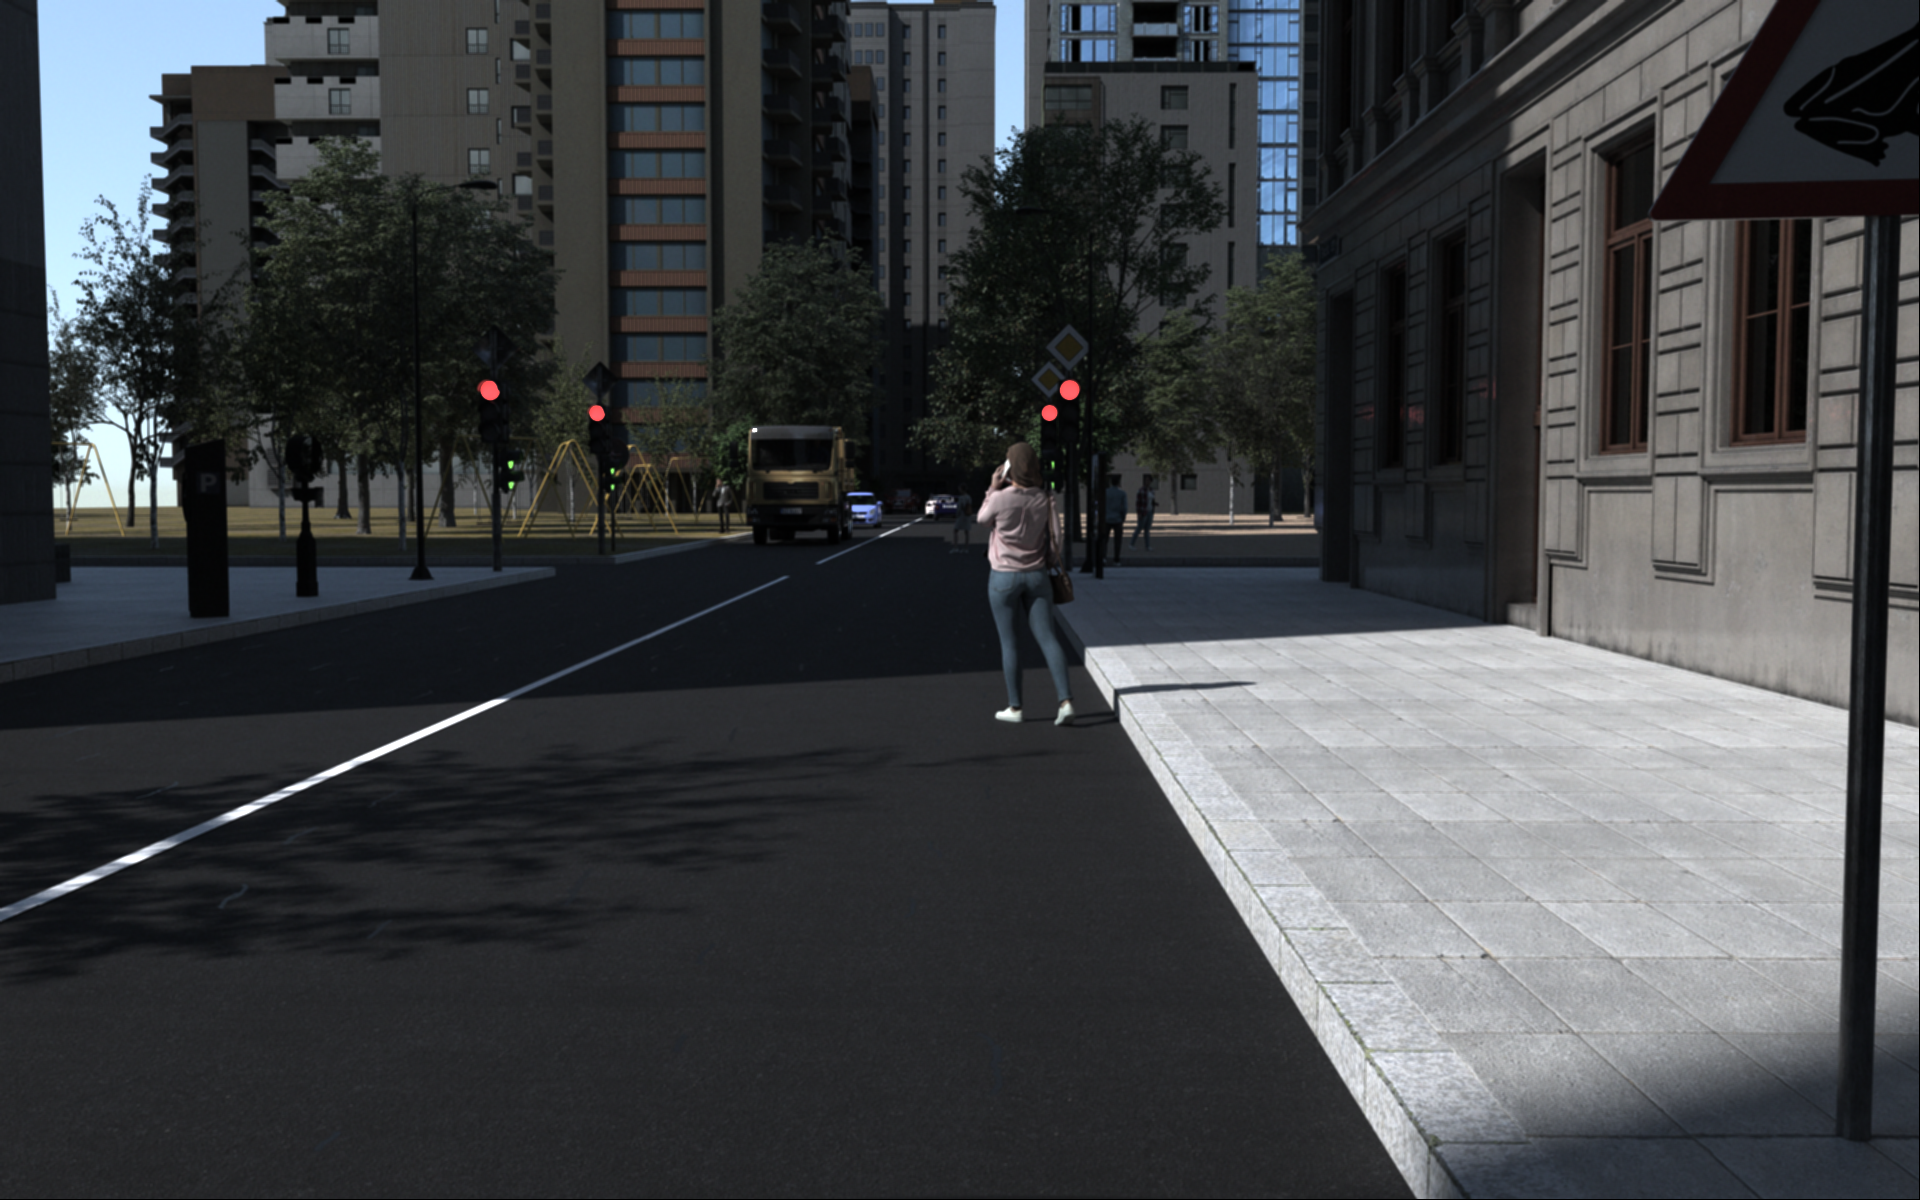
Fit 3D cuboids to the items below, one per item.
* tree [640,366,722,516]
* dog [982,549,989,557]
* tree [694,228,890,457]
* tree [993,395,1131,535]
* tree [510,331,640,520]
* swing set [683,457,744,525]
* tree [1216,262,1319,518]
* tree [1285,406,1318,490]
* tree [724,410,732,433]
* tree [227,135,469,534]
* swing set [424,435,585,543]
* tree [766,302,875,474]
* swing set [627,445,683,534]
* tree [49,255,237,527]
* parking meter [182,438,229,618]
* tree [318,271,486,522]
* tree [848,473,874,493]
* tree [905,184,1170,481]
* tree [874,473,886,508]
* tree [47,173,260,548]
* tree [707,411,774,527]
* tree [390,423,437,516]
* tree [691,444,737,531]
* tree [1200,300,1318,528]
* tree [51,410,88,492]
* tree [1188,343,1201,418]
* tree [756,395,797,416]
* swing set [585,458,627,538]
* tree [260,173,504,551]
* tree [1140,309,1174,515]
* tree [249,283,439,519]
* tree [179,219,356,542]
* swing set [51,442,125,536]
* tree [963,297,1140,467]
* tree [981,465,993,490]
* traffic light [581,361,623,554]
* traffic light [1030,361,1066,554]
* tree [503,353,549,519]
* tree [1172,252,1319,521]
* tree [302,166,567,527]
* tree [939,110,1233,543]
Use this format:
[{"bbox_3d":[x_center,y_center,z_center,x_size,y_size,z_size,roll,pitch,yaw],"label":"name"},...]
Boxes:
[{"bbox_3d":[-17.004,-9.096,99.087,4.737,8.622,4.395,0,3,0],"label":"tree"},{"bbox_3d":[0.760,-1.178,39.453,0.550,0.427,0.748,1,4,13],"label":"dog"},{"bbox_3d":[-8.012,-10.812,83.423,9.857,13.997,8.962,0,3,0],"label":"tree"},{"bbox_3d":[3.683,-4.328,54.471,4.285,4.588,4.351,0,3,0],"label":"tree"},{"bbox_3d":[-17.477,-7.790,77.721,4.737,8.622,4.395,0,3,0],"label":"tree"},{"bbox_3d":[-11.406,-4.691,74.320,3.119,2.851,2.862,3,4,38],"label":"swing set"},{"bbox_3d":[18.583,-11.151,92.687,12.009,13.543,11.850,0,3,0],"label":"tree"},{"bbox_3d":[20.959,-9.367,103.505,4.737,8.622,4.395,0,3,0],"label":"tree"},{"bbox_3d":[-16.324,-9.638,107.943,4.737,8.622,4.395,0,3,0],"label":"tree"},{"bbox_3d":[-19.503,-8.414,55.697,7.486,12.596,7.792,0,3,0],"label":"tree"},{"bbox_3d":[-12.403,-3.018,46.961,2.862,2.851,3.119,2,4,28],"label":"swing set"},{"bbox_3d":[-8.169,-11.170,100.762,7.486,12.596,7.792,0,3,0],"label":"tree"},{"bbox_3d":[-10.879,-3.587,56.272,2.862,2.851,3.119,-2,4,-23],"label":"swing set"},{"bbox_3d":[-32.071,-8.128,67.303,7.601,10.594,8.767,0,4,-1],"label":"tree"},{"bbox_3d":[-7.863,-0.754,18.043,0.399,1.863,0.255,-2,4,-35],"label":"parking meter"},{"bbox_3d":[-25.376,-9.406,79.545,9.928,11.665,9.643,0,3,0],"label":"tree"},{"bbox_3d":[-7.263,-7.594,118.762,1.663,3.219,1.824,0,3,0],"label":"tree"},{"bbox_3d":[2.814,-8.907,62.638,9.611,12.733,9.660,0,3,0],"label":"tree"},{"bbox_3d":[-7.573,-10.143,160.446,1.663,3.219,1.824,0,3,0],"label":"tree"},{"bbox_3d":[-18.904,-5.536,40.874,4.360,8.622,3.978,0,3,0],"label":"tree"},{"bbox_3d":[-8.441,-5.217,69.013,4.285,4.588,4.351,0,3,0],"label":"tree"},{"bbox_3d":[-32.357,-9.260,101.761,4.737,8.622,4.395,0,3,0],"label":"tree"},{"bbox_3d":[-8.345,-4.056,60.911,1.663,3.219,1.824,0,3,0],"label":"tree"},{"bbox_3d":[11.491,-7.013,65.018,4.360,8.622,3.978,0,3,0],"label":"tree"},{"bbox_3d":[-56.687,-8.322,98.978,20.602,7.101,11.467,3,5,44],"label":"tree"},{"bbox_3d":[11.617,-7.456,72.263,4.360,8.622,3.978,0,3,0],"label":"tree"},{"bbox_3d":[-11.109,-9.733,109.505,4.737,8.622,4.395,0,3,0],"label":"tree"},{"bbox_3d":[-11.602,-3.291,51.422,2.862,2.851,3.119,-1,4,-17],"label":"swing set"},{"bbox_3d":[-12.893,-5.423,39.025,4.360,8.622,3.978,0,3,0],"label":"tree"},{"bbox_3d":[13.094,-11.460,105.501,7.486,12.596,7.792,0,3,0],"label":"tree"},{"bbox_3d":[-32.496,-10.641,90.982,9.611,12.733,9.660,0,3,0],"label":"tree"},{"bbox_3d":[-18.408,-5.899,46.806,4.737,8.622,4.395,0,3,0],"label":"tree"},{"bbox_3d":[-27.420,-3.353,52.442,2.862,2.851,3.119,2,4,29],"label":"swing set"},{"bbox_3d":[3.361,-9.684,76.468,7.486,12.596,7.792,0,3,0],"label":"tree"},{"bbox_3d":[3.659,-11.316,168.733,4.285,4.588,4.351,0,3,0],"label":"tree"},{"bbox_3d":[-7.601,-2.923,36.706,0.839,4.253,0.868,0,4,1],"label":"traffic light"},{"bbox_3d":[1.860,-2.918,36.622,0.839,4.253,0.868,0,4,1],"label":"traffic light"},{"bbox_3d":[-22.786,-8.405,87.777,4.360,8.622,3.978,0,3,0],"label":"tree"},{"bbox_3d":[14.976,-9.978,81.270,7.486,12.596,7.792,0,3,0],"label":"tree"},{"bbox_3d":[-20.001,-9.792,66.755,9.857,13.997,8.962,0,3,0],"label":"tree"},{"bbox_3d":[3.184,-7.354,45.995,9.928,11.665,9.643,0,3,0],"label":"tree"}]
